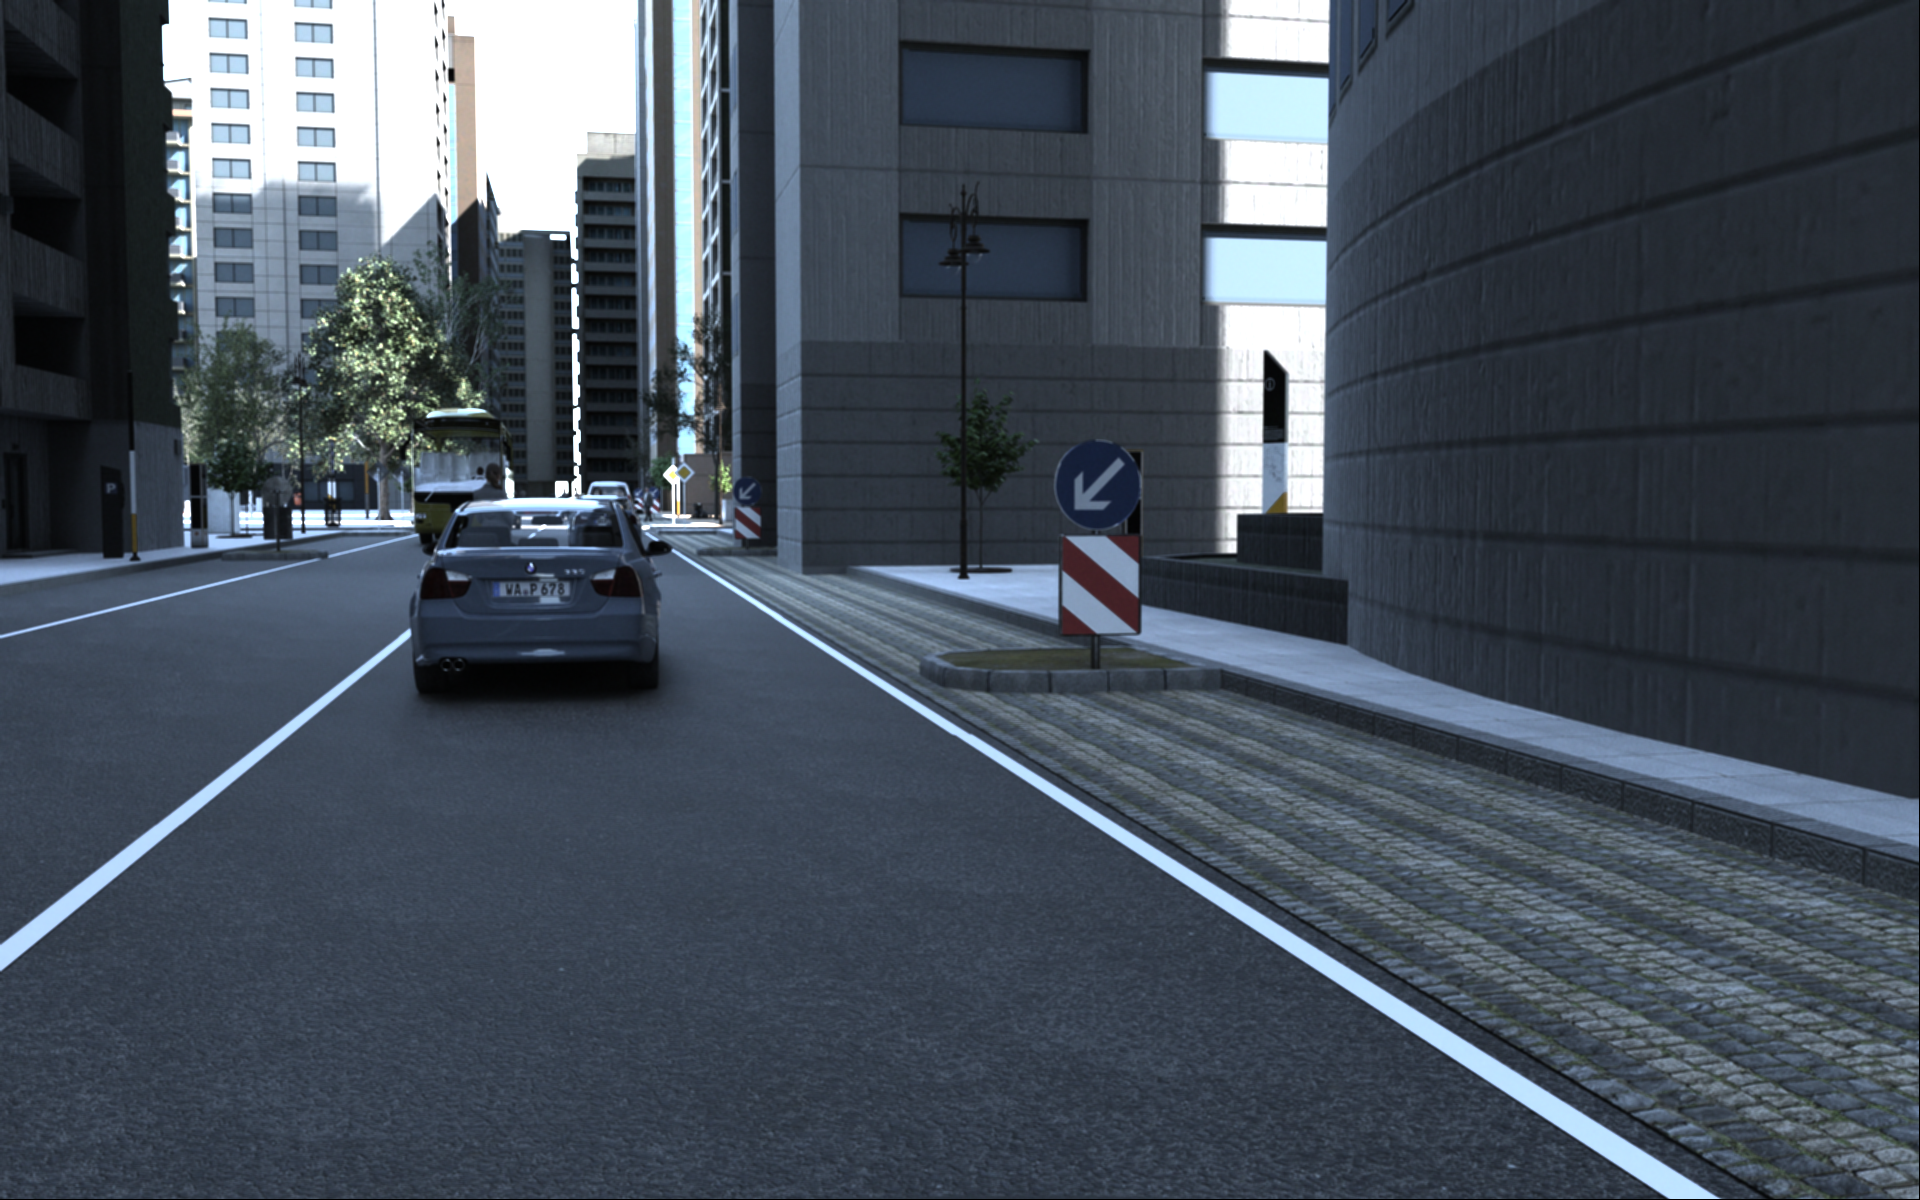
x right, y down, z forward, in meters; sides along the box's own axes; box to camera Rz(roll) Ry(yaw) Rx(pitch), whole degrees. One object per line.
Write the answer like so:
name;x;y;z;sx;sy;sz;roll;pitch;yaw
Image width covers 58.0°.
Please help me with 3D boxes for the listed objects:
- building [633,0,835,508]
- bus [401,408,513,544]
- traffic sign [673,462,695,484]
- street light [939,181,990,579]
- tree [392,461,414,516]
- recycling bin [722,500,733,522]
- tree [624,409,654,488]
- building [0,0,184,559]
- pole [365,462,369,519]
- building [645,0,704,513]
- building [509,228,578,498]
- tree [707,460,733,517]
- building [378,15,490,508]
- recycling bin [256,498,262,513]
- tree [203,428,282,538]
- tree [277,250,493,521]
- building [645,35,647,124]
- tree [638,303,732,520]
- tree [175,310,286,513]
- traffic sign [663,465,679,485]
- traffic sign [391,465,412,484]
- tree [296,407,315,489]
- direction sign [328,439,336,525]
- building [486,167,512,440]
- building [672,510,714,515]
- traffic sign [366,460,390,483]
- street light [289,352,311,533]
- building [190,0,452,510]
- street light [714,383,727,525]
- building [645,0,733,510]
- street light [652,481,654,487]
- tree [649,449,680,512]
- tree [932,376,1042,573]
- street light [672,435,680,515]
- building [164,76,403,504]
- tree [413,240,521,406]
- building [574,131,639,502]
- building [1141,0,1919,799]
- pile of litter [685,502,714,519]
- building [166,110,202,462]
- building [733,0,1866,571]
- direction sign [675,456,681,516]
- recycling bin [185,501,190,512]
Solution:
building;-27.800;-40.600;205.814;21.231;58.520;28.212;-1;4;-12
bus;-15.146;-3.771;53.200;2.896;3.916;12.252;-1;4;-13
traffic sign;-9.858;-3.664;62.095;0.795;2.593;0.064;-1;4;-12
street light;0.055;-3.255;26.003;0.468;5.910;1.993;-1;4;-12
tree;-31.792;-6.472;100.418;1.663;3.219;1.824;0;3;0
recycling bin;-10.636;-4.146;80.345;0.722;1.027;0.722;-1;4;-22
tree;-26.417;-12.014;146.795;4.360;8.622;3.978;0;3;0
building;-24.478;-16.011;33.479;14.160;30.474;14.107;-1;4;-12
pole;-30.645;-5.850;89.486;0.158;3.312;0.155;0;3;0
building;-17.558;-29.820;137.664;14.600;45.320;14.200;-1;4;-12
building;-64.633;-33.302;236.367;23.993;40.220;32.217;-1;4;-12
tree;-13.107;-6.209;96.122;1.663;3.219;1.824;0;3;0
building;-52.716;-31.530;165.619;14.600;45.320;14.200;-1;4;-12
recycling bin;-48.565;-6.605;120.547;0.722;1.027;0.722;-2;4;-27
tree;-22.160;-3.608;53.594;1.663;3.219;1.824;0;3;0
tree;-27.178;-10.073;81.694;9.611;12.733;9.660;0;3;0
building;-17.928;-32.865;161.045;21.300;48.544;21.600;-1;4;-12
tree;-12.256;-9.244;85.553;8.767;10.594;7.601;1;4;20
tree;-29.721;-7.322;70.075;4.737;8.622;4.395;0;3;0
traffic sign;-11.550;-4.141;69.900;0.795;2.593;0.064;-1;4;-12
traffic sign;-21.811;-4.007;67.704;0.795;2.593;0.064;-1;4;-12
tree;-43.239;-9.853;111.463;4.360;8.622;3.978;0;3;0
direction sign;-26.053;-4.884;71.846;0.379;3.537;0.876;-2;4;-32
building;-64.441;-30.843;196.167;23.993;40.220;32.217;-1;4;-12
building;-7.627;-41.022;108.955;20.563;71.187;20.611;-1;4;-12
traffic sign;-20.119;-3.530;59.900;0.795;2.593;0.064;-1;4;-12
street light;-21.425;-5.110;56.337;0.468;5.910;1.993;-1;4;-12
building;-52.163;-43.359;147.174;20.563;71.187;20.611;-1;4;-12
street light;-10.012;-6.088;72.324;0.468;5.910;1.993;-1;4;-12
building;-22.655;-45.465;181.600;20.563;71.187;20.611;-1;4;-12
street light;-25.351;-10.411;143.005;0.468;5.910;1.993;-1;4;-12
tree;-21.306;-8.802;127.631;4.285;4.588;4.351;0;3;0
tree;0.288;-2.081;28.619;1.663;3.219;1.824;0;3;0
street light;-17.599;-8.233;107.402;0.468;5.910;1.993;-1;4;-12
building;-89.463;-39.130;229.021;27.495;52.752;28.713;-1;4;-12
tree;-40.052;-16.900;132.203;12.611;20.169;13.585;0;3;0
building;-41.230;-37.434;235.749;21.600;48.544;21.300;-1;4;-12
building;13.830;-28.604;9.669;21.231;58.520;28.212;-1;4;-12
pile of litter;-13.584;-4.675;90.408;1.719;0.858;1.176;2;4;34
building;-91.440;-33.101;195.829;28.867;44.769;22.147;-1;4;-12
building;4.506;-30.742;44.636;21.231;58.520;28.212;-1;4;-12
direction sign;-16.678;-6.750;102.362;0.379;3.537;0.876;-2;4;-29
recycling bin;-50.620;-6.187;113.707;0.722;1.027;0.722;0;4;1
